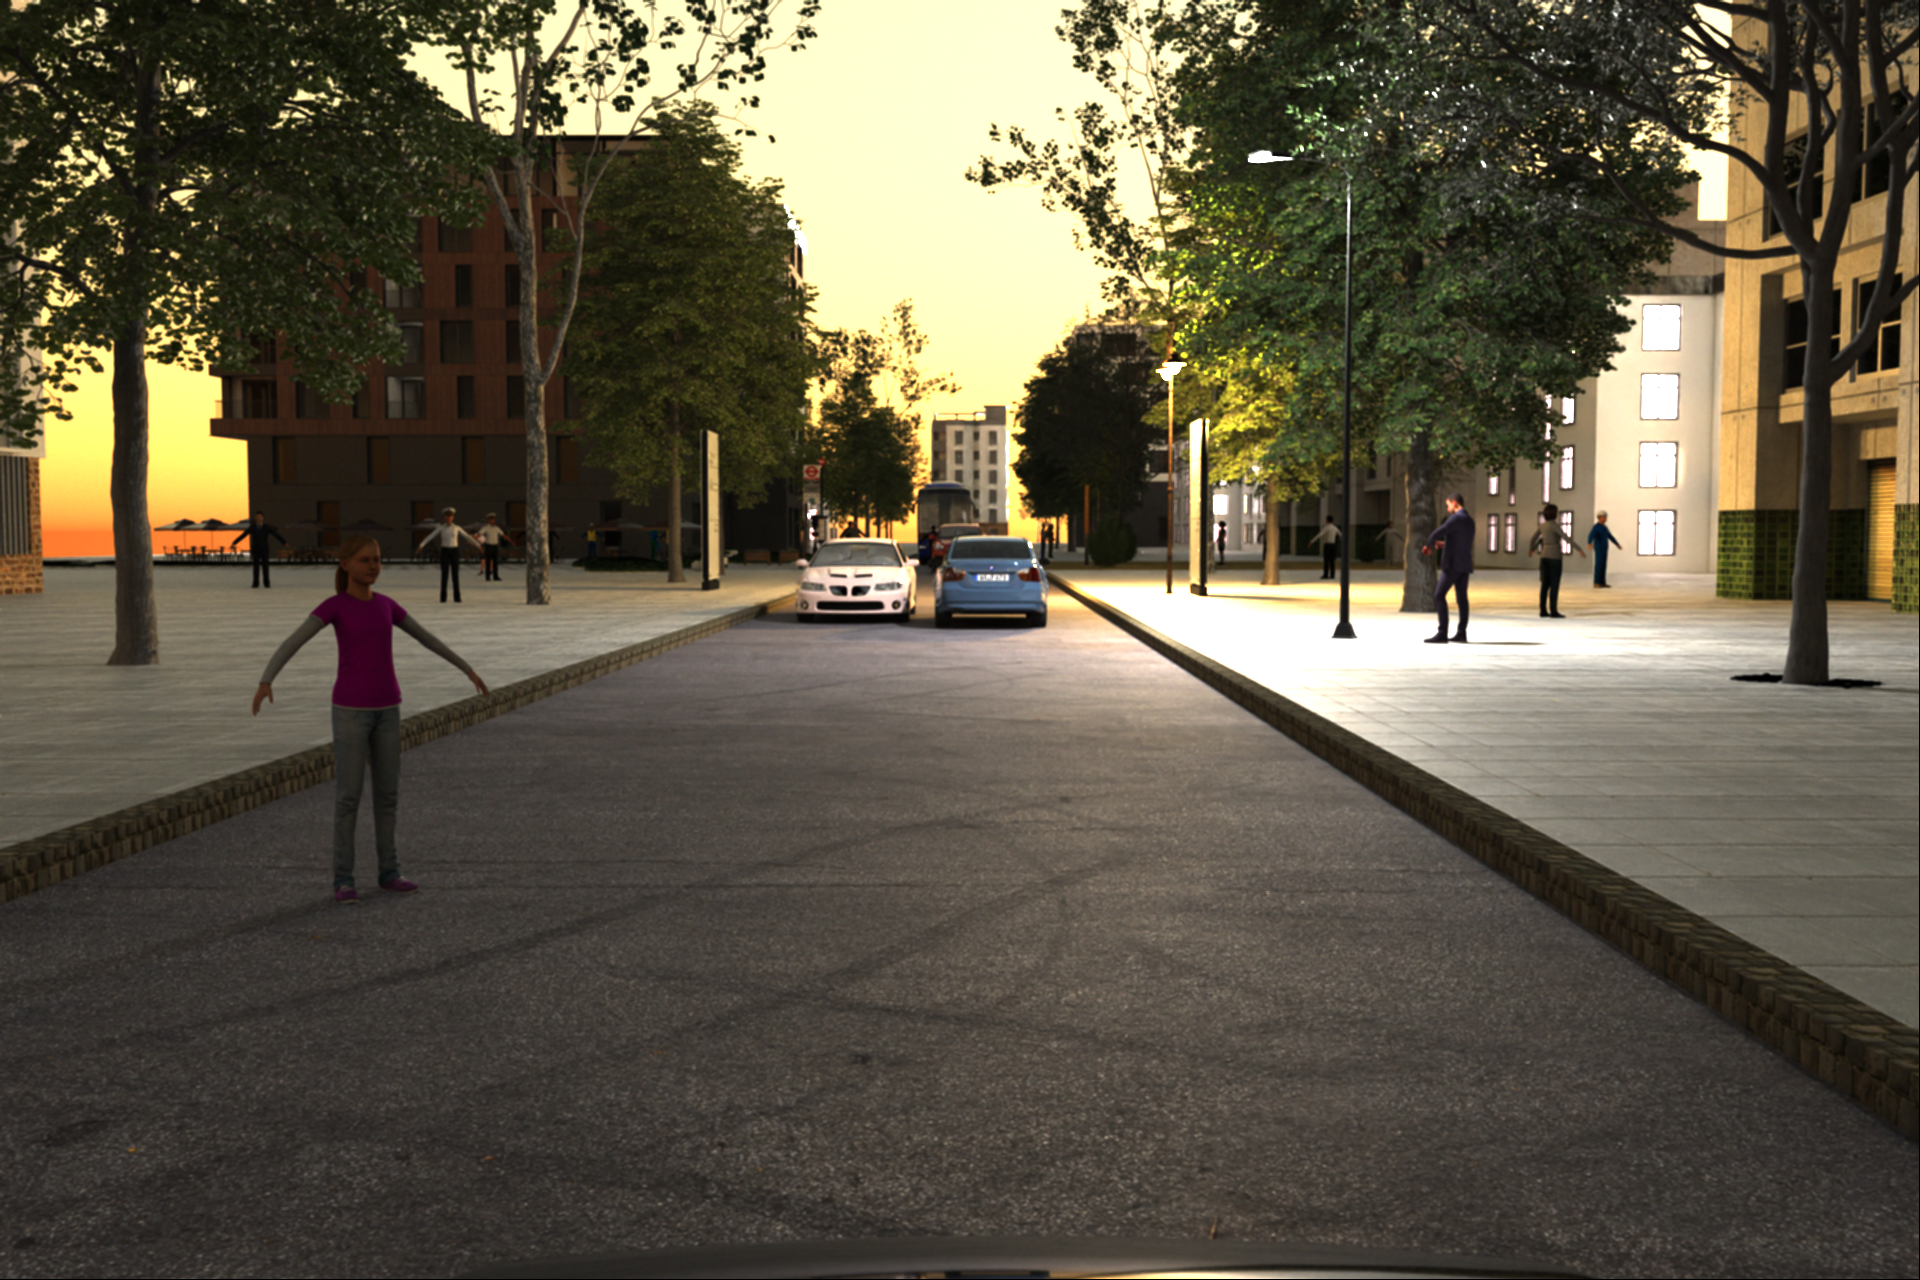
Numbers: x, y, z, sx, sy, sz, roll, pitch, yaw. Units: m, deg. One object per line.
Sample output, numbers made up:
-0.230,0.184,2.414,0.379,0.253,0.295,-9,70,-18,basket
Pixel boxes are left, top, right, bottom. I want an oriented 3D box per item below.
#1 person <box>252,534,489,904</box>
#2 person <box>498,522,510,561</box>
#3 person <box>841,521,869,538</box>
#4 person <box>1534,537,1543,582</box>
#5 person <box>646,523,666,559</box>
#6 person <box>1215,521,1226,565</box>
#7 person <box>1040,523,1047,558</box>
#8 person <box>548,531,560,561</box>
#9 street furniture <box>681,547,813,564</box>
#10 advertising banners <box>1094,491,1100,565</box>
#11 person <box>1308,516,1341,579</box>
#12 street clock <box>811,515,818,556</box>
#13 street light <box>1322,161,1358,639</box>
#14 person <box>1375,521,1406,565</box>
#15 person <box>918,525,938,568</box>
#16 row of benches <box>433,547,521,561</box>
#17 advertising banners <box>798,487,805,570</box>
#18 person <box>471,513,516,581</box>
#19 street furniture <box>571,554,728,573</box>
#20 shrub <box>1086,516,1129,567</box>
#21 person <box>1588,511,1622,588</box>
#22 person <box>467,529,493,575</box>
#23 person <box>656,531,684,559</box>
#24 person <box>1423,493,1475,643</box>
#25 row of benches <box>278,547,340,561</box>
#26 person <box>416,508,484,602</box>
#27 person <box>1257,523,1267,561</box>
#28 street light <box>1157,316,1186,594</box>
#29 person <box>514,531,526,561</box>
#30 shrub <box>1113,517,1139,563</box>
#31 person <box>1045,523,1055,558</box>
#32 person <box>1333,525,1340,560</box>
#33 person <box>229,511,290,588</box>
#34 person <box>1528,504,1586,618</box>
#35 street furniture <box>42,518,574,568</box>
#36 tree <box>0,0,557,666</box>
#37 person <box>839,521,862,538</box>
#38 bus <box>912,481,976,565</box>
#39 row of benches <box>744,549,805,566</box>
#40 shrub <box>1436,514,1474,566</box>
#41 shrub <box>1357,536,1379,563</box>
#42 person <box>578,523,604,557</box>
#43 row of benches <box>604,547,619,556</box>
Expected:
-2.305,0.301,6.806,0.599,1.433,0.991,3,5,42,person
-21.960,-4.742,83.315,0.705,1.856,1.354,1,4,15,person
-4.085,-3.724,67.155,1.348,1.796,0.705,-1,4,-11,person
15.797,-2.288,46.613,0.989,1.438,0.599,-2,4,-27,person
-14.810,-4.769,84.094,1.347,1.817,0.704,3,4,37,person
10.934,-4.062,72.556,0.704,1.843,1.345,0,4,-4,person
4.182,-4.921,86.308,0.705,1.847,1.347,0,4,5,person
-19.540,-4.666,82.222,0.705,1.837,1.347,3,5,45,person
-9.441,-3.835,78.329,5.734,0.657,10.072,0,4,8,street furniture
5.574,-4.542,70.444,0.090,3.025,2.074,0,4,1,advertising banners
10.565,-2.661,49.658,1.344,1.810,0.704,-2,4,-28,person
-5.403,-3.675,64.649,0.358,2.002,0.471,0,4,2,street clock
5.268,-2.971,21.117,1.470,5.913,1.316,0,4,0,street light
17.560,-3.947,70.713,1.347,1.806,0.705,0,4,-4,person
-1.127,-3.973,73.639,1.346,1.802,0.704,0,4,3,person
-22.680,-4.015,81.102,4.104,0.672,1.422,-2,4,-25,row of benches
-5.790,-4.113,63.436,0.090,3.025,2.074,0,4,0,advertising banners
-12.886,-2.564,47.705,1.343,1.855,0.704,-3,5,-43,person
-11.067,-2.843,62.107,5.734,0.657,10.072,-1,4,-12,street furniture
5.753,-3.858,67.494,1.690,2.028,1.600,0,3,0,shrub
15.362,-2.174,41.423,1.347,1.842,0.705,-3,4,-38,person
-15.029,-2.760,54.360,0.799,1.438,0.628,-2,4,-28,person
-12.088,-4.028,72.315,1.216,1.772,0.721,0,4,7,person
5.747,-0.857,20.502,0.568,1.767,0.683,3,5,44,person
-29.978,-3.980,80.532,4.104,0.672,1.422,2,4,26,row of benches
-9.587,-1.596,32.556,1.216,1.778,0.721,-1,4,-21,person
14.655,-4.681,82.658,0.705,1.813,1.348,-3,4,-37,person
4.478,-3.919,36.870,0.468,5.910,1.993,0,4,1,street light
-19.975,-4.531,80.274,1.347,1.806,0.705,0,4,-8,person
7.142,-4.436,76.940,1.690,2.028,1.600,0,3,0,shrub
4.923,-5.359,93.383,0.705,1.858,1.354,0,4,-4,person
18.546,-4.819,85.513,0.721,1.740,1.216,2,4,32,person
-16.742,-2.164,41.437,1.345,1.823,0.704,-1,4,-17,person
9.154,-1.216,26.644,0.721,1.744,1.215,-1,4,-22,person
-30.804,-4.044,71.151,27.439,1.986,14.083,0,4,7,street furniture
-7.788,-6.045,16.967,7.486,12.596,7.792,0,3,0,tree
-4.379,-3.866,69.344,1.346,1.812,0.704,2,4,33,person
-0.710,-5.687,84.536,2.896,3.916,12.251,0,4,0,bus
-6.993,-3.409,71.199,4.104,0.672,1.422,-1,4,-10,row of benches
18.176,-3.681,64.218,1.661,2.075,1.752,0,3,0,shrub
18.222,-4.052,77.366,1.383,1.207,1.383,0,3,0,shrub
-18.716,-5.018,88.018,1.349,1.833,0.705,0,4,7,person
-16.441,-4.062,81.872,1.422,0.672,4.104,-1,4,-13,row of benches
